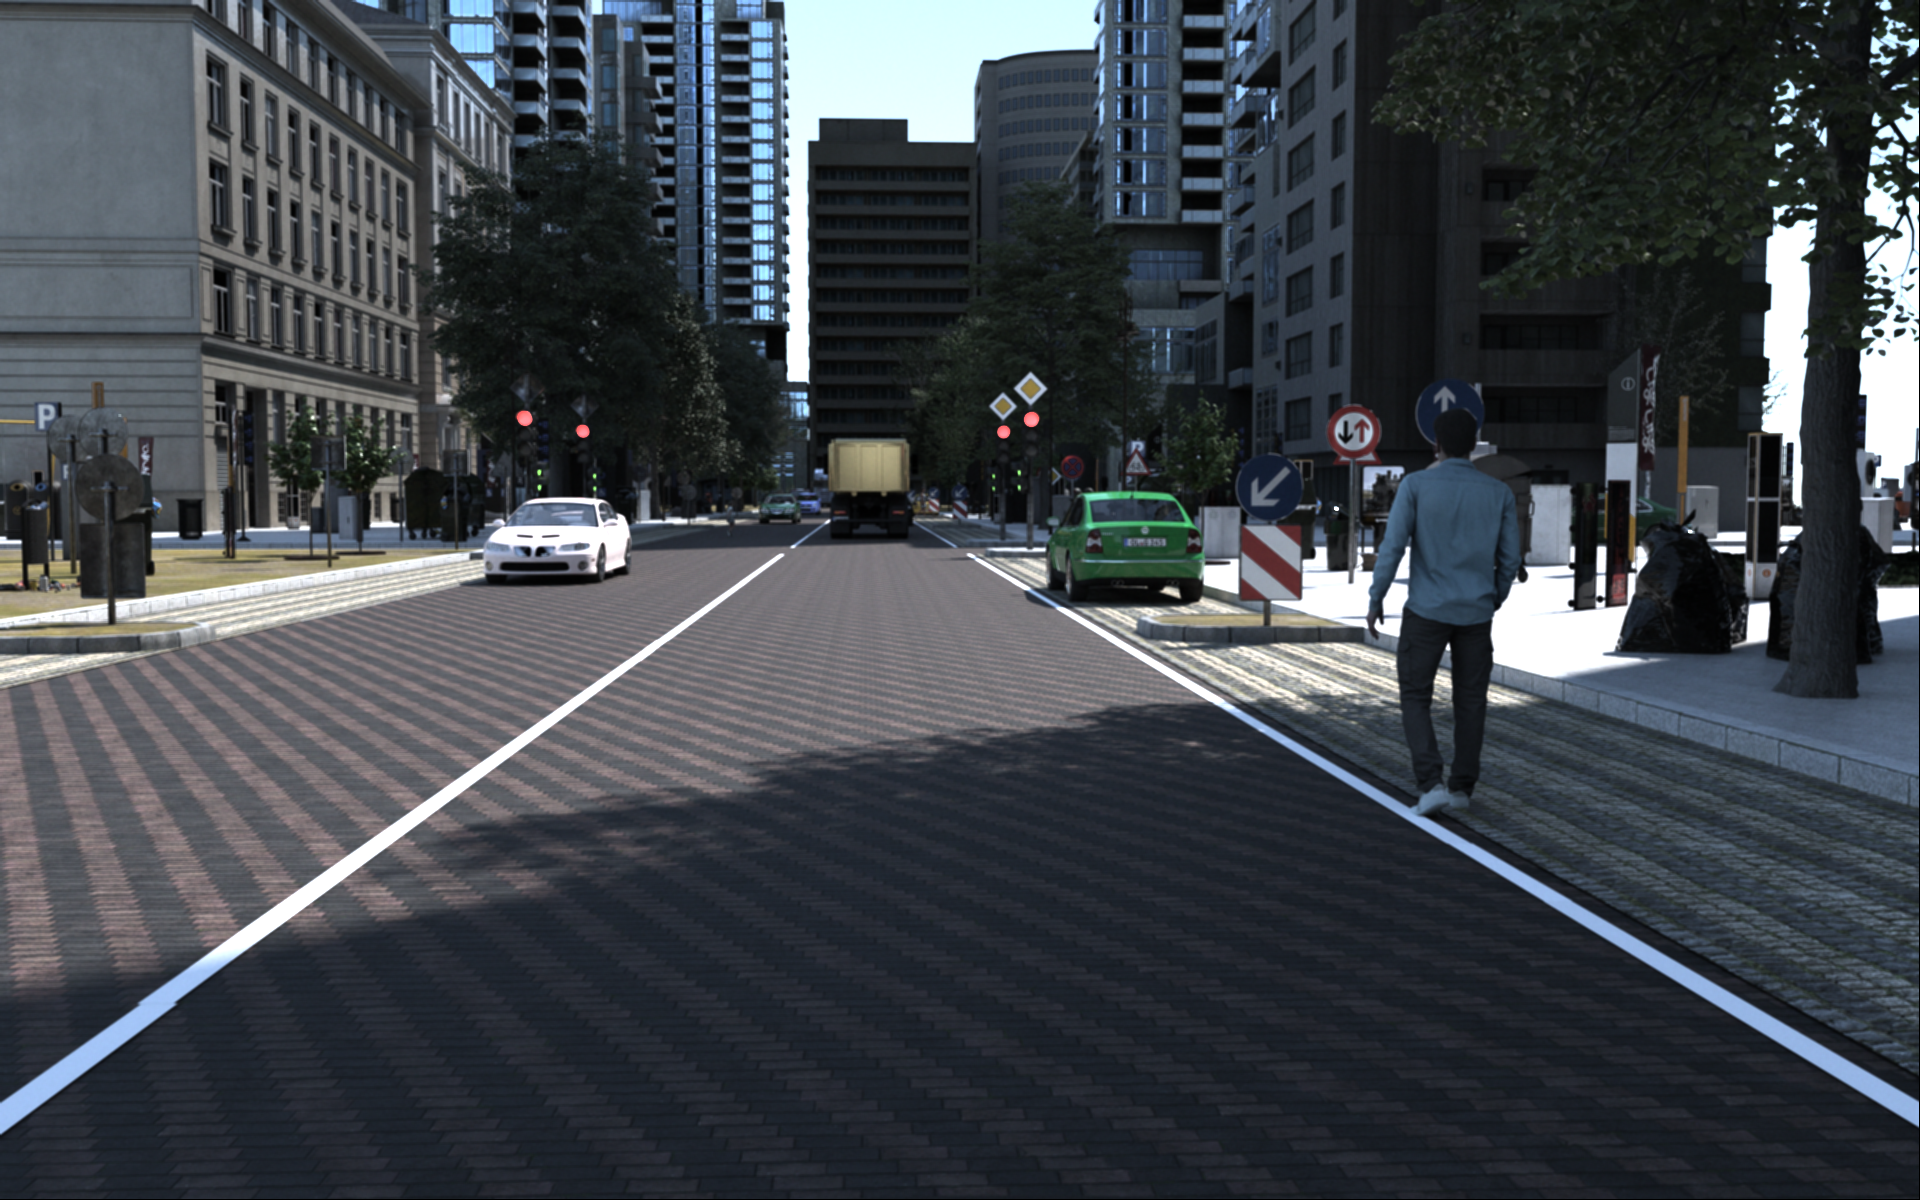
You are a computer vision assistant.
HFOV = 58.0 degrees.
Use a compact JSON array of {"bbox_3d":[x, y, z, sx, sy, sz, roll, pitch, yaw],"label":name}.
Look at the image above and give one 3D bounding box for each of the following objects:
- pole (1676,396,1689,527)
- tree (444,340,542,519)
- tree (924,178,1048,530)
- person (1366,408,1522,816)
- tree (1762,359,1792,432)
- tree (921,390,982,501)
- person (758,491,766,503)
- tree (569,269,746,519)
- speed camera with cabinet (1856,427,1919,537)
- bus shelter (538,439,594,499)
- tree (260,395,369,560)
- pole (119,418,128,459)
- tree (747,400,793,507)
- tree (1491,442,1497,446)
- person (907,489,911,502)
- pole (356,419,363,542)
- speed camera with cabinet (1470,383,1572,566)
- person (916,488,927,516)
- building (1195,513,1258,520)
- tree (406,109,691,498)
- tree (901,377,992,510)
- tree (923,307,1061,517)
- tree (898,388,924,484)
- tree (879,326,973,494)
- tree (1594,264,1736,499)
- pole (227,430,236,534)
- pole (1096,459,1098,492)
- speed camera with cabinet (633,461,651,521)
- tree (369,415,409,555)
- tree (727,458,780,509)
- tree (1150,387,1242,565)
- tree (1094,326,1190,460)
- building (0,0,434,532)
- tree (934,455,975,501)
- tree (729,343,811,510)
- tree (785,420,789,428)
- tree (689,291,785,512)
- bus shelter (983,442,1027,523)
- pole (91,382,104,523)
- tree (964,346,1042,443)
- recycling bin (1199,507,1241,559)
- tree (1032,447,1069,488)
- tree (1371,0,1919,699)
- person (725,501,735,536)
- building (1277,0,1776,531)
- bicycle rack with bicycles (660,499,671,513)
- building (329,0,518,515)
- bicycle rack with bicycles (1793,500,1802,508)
[{"bbox_3d":[15.068,-2.587,36.133,0.158,3.312,0.155,0,3,0],"label":"pole"},{"bbox_3d":[-21.146,-7.906,79.633,4.737,8.622,4.395,0,3,0],"label":"tree"},{"bbox_3d":[3.400,-8.824,62.399,7.486,12.596,7.792,0,3,0],"label":"tree"},{"bbox_3d":[2.191,0.044,7.795,0.660,1.820,0.620,0,4,-3],"label":"person"},{"bbox_3d":[29.968,-7.197,68.030,4.737,8.622,4.395,0,3,0],"label":"tree"},{"bbox_3d":[-0.263,-10.104,115.560,4.737,8.622,4.395,0,3,0],"label":"tree"},{"bbox_3d":[-22.945,-11.839,202.154,1.350,1.814,0.705,1,4,11],"label":"person"},{"bbox_3d":[-15.778,-10.501,88.703,9.611,12.733,9.660,0,3,0],"label":"tree"},{"bbox_3d":[27.642,-3.494,51.460,2.038,3.252,0.660,2,4,24],"label":"speed camera with cabinet"},{"bbox_3d":[-16.906,-5.136,75.258,1.731,3.624,6.357,0,4,-3],"label":"bus shelter"},{"bbox_3d":[-12.876,-2.405,33.927,1.663,3.219,1.824,0,3,0],"label":"tree"},{"bbox_3d":[-22.435,-3.219,46.467,0.158,3.312,0.155,0,3,0],"label":"pole"},{"bbox_3d":[-19.923,-14.737,166.707,9.928,11.665,9.643,0,3,0],"label":"tree"},{"bbox_3d":[16.567,-3.744,55.813,1.663,3.219,1.824,0,3,0],"label":"tree"},{"bbox_3d":[-3.525,-6.946,122.412,0.624,1.780,0.694,0,4,1],"label":"person"},{"bbox_3d":[-16.011,-3.197,46.117,0.158,3.312,0.155,0,3,0],"label":"pole"},{"bbox_3d":[9.929,-2.255,31.212,2.038,3.252,0.660,0,4,-1],"label":"speed camera with cabinet"},{"bbox_3d":[-2.281,-5.823,103.802,0.778,1.811,0.616,0,4,7],"label":"person"},{"bbox_3d":[23.569,-47.836,94.793,22.319,86.520,31.000,0,4,-3],"label":"building"},{"bbox_3d":[-13.901,-9.317,58.996,9.857,13.997,8.962,0,3,0],"label":"tree"},{"bbox_3d":[-0.827,-12.497,138.734,7.601,10.594,8.767,1,4,19],"label":"tree"},{"bbox_3d":[1.811,-10.365,95.224,9.928,11.665,9.643,0,3,0],"label":"tree"},{"bbox_3d":[-1.920,-14.949,162.550,7.486,12.596,7.792,0,3,0],"label":"tree"},{"bbox_3d":[-2.961,-20.640,193.356,12.611,20.169,13.585,0,3,0],"label":"tree"},{"bbox_3d":[22.103,-6.407,55.123,4.360,8.622,3.978,0,3,0],"label":"tree"},{"bbox_3d":[-23.269,-3.760,55.323,0.158,3.312,0.155,0,3,0],"label":"pole"},{"bbox_3d":[7.954,-6.560,101.105,0.158,3.312,0.155,0,3,0],"label":"pole"},{"bbox_3d":[-15.595,-5.396,82.554,2.038,3.252,0.660,3,5,45],"label":"speed camera with cabinet"},{"bbox_3d":[-12.885,-2.585,36.870,1.663,3.219,1.824,0,3,0],"label":"tree"},{"bbox_3d":[-18.759,-10.148,149.627,4.285,4.588,4.351,0,3,0],"label":"tree"},{"bbox_3d":[4.305,-2.266,31.655,1.663,3.219,1.824,0,3,0],"label":"tree"},{"bbox_3d":[7.734,-7.600,74.615,4.737,8.622,4.395,0,3,0],"label":"tree"},{"bbox_3d":[-33.528,-14.583,71.722,16.112,22.955,30.059,0,4,-3],"label":"building"},{"bbox_3d":[-0.251,-8.857,128.528,4.285,4.588,4.351,0,3,0],"label":"tree"},{"bbox_3d":[-17.580,-13.953,138.507,12.009,13.543,11.850,0,3,0],"label":"tree"},{"bbox_3d":[-16.940,-13.158,121.781,9.857,13.997,8.962,0,3,0],"label":"tree"},{"bbox_3d":[-16.487,-12.156,105.413,9.857,13.997,8.962,0,3,0],"label":"tree"},{"bbox_3d":[2.120,-5.349,78.740,1.731,3.624,6.357,0,4,-3],"label":"bus shelter"},{"bbox_3d":[-15.734,-2.315,31.688,0.158,3.312,0.155,0,3,0],"label":"pole"},{"bbox_3d":[2.382,-8.202,84.466,4.360,8.622,3.978,0,3,0],"label":"tree"},{"bbox_3d":[5.186,-1.351,34.636,0.722,1.027,0.722,0,4,-2],"label":"recycling bin"},{"bbox_3d":[6.293,-8.302,119.455,4.285,4.588,4.351,0,3,0],"label":"tree"},{"bbox_3d":[5.817,-5.678,10.969,7.486,12.596,7.792,0,3,0],"label":"tree"},{"bbox_3d":[-7.839,-2.765,58.728,0.382,1.210,0.505,-2,4,-33],"label":"person"},{"bbox_3d":[20.473,-17.956,65.290,14.107,30.474,14.160,0,4,-3],"label":"building"},{"bbox_3d":[-20.247,-6.461,119.018,2.852,0.926,2.925,3,5,42],"label":"bicycle rack with bicycles"},{"bbox_3d":[-33.238,-19.005,96.639,13.634,28.700,20.117,0,4,-3],"label":"building"},{"bbox_3d":[54.771,-6.026,111.906,2.925,0.926,2.852,-3,5,-39],"label":"bicycle rack with bicycles"}]
